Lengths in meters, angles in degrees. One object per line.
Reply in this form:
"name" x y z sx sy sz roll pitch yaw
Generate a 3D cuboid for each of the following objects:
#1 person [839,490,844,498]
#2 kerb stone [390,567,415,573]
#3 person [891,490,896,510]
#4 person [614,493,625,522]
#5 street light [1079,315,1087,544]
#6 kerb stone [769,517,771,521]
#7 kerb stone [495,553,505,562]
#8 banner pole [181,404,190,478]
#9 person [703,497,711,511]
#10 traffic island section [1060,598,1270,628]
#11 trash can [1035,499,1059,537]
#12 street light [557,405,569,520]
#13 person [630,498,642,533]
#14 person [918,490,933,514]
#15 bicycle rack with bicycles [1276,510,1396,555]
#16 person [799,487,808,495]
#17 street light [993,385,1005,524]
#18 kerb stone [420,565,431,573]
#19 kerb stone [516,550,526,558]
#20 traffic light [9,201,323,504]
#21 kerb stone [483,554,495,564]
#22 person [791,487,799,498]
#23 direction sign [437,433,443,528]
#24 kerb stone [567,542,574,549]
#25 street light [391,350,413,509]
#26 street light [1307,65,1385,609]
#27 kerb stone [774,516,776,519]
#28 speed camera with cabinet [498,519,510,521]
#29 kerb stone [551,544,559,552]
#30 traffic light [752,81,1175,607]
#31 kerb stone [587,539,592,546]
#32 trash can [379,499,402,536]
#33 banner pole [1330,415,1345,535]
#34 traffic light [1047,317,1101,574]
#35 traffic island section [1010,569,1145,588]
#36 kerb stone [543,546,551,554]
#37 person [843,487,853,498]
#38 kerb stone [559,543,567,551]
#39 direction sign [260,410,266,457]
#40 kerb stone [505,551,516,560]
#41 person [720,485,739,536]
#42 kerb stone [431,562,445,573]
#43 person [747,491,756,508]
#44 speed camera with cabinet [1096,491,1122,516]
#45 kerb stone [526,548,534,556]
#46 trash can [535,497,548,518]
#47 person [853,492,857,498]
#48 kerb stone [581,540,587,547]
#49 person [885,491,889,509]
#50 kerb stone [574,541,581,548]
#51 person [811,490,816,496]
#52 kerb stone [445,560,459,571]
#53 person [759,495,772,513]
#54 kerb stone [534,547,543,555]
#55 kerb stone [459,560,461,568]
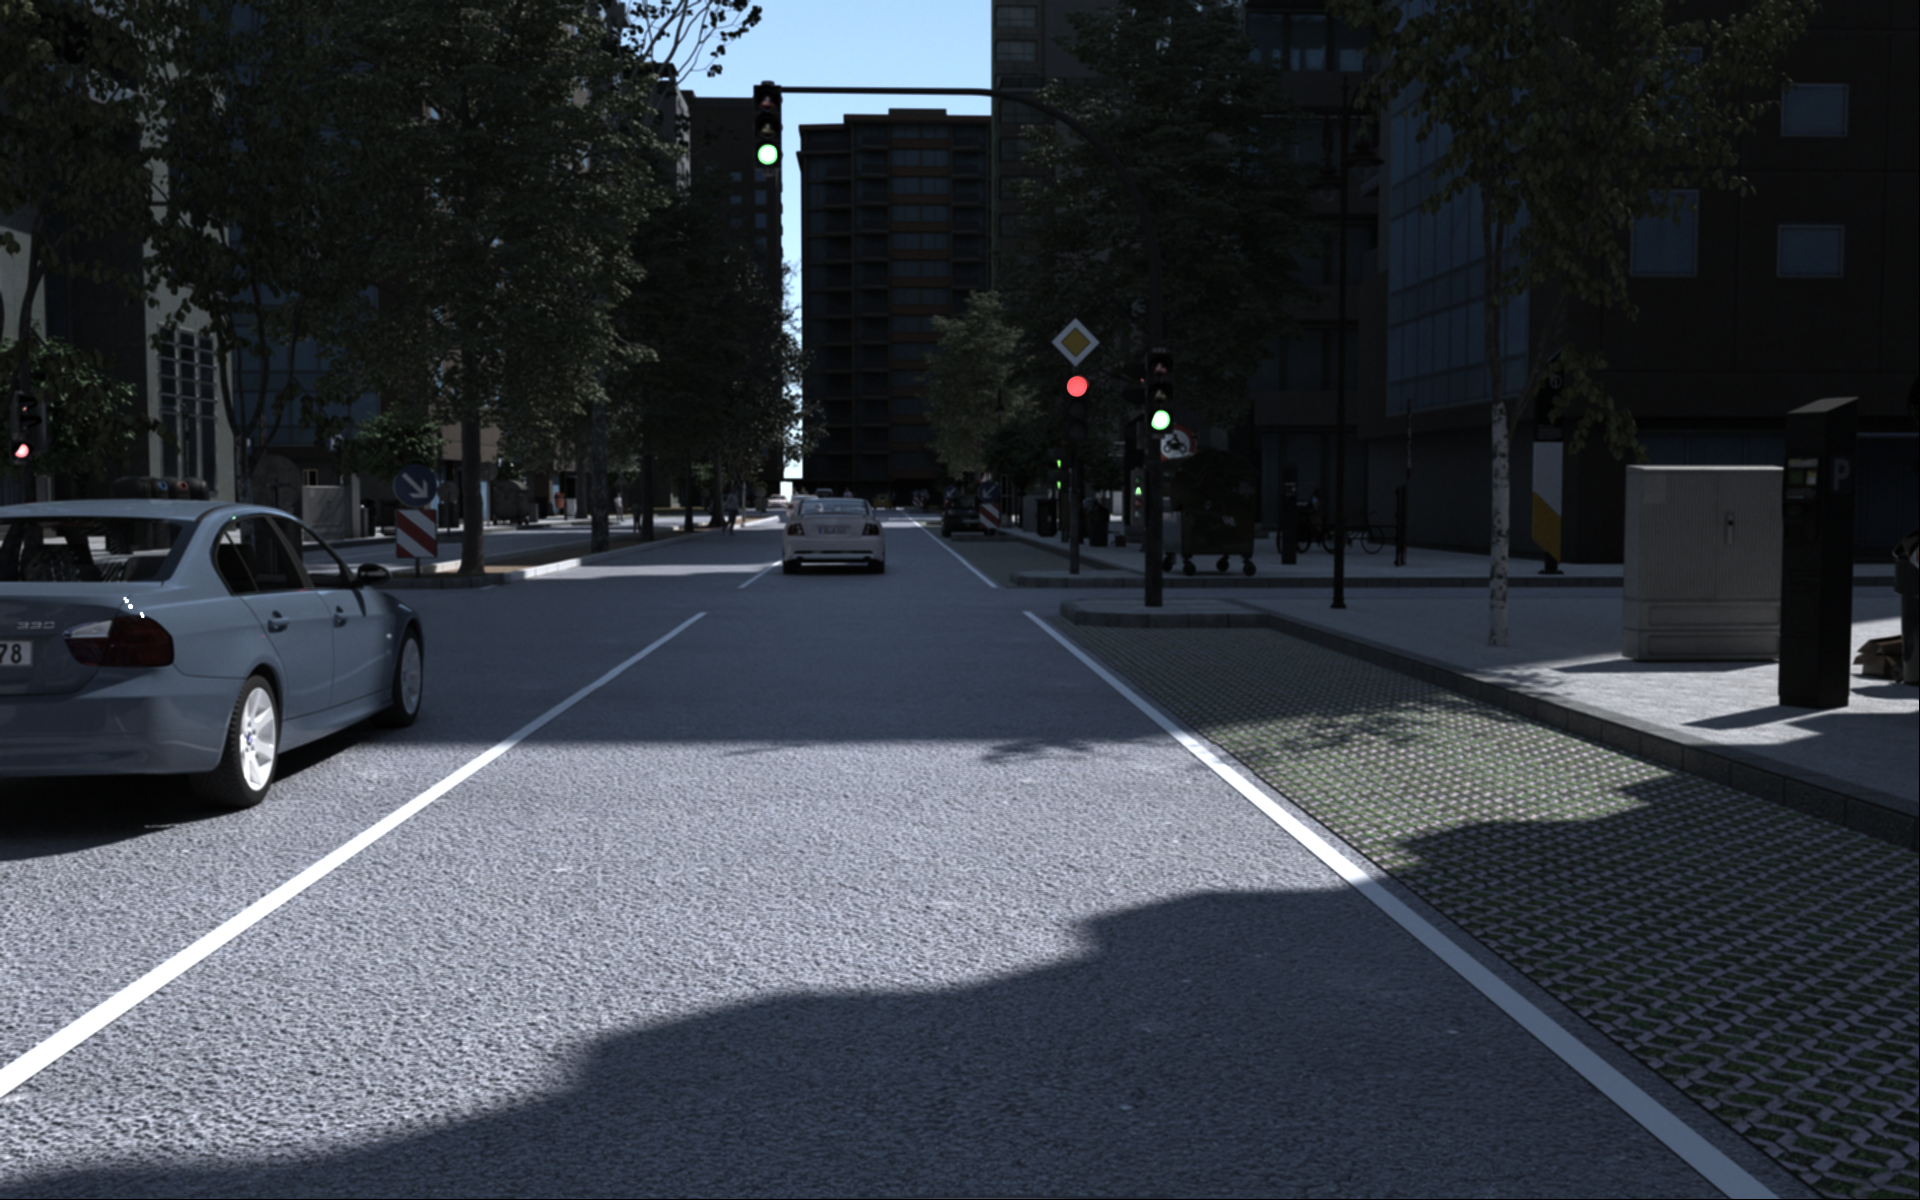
"person" -10.135 -8.541 148.161 0.705 1.821 1.348 1 4 13
"kerb stone" -9.480 -0.436 29.339 0.120 0.150 1.000 0 4 -3
"person" -5.821 -8.766 151.816 0.705 1.826 1.348 1 4 8
"person" -17.669 -4.818 89.867 0.523 1.515 0.503 1 4 19
"street light" 3.123 -4.384 44.461 0.468 5.910 1.993 0 4 -3
"kerb stone" -10.260 -4.261 91.861 0.120 0.150 1.000 0 4 -3
"kerb stone" -9.809 -0.876 36.524 0.120 0.150 1.000 0 4 -3
"banner pole" -21.326 -3.532 47.766 0.401 3.779 0.863 -3 4 -36
"person" -19.324 -7.526 132.237 0.721 1.739 1.217 1 4 22
"traffic island section" 2.226 0.151 19.815 2.009 0.180 2.903 0 4 -3
"trash can" 2.624 -2.480 52.199 0.748 1.137 0.748 0 3 0
"street light" -19.261 -6.830 84.450 0.468 5.910 1.993 0 4 -3
"person" -11.530 -2.993 61.700 0.475 1.303 0.640 0 4 1
"person" -2.516 -7.212 127.144 1.217 1.736 0.721 0 4 0
"bicycle rack with bicycles" 7.945 -1.467 37.365 2.925 0.926 2.852 -2 4 -33
"person" -8.717 -5.460 97.578 0.655 1.846 0.447 -2 4 -30
"street light" 1.680 -6.178 73.801 0.468 5.910 1.993 0 4 -3
"kerb stone" -9.522 -0.500 30.373 0.120 0.150 1.000 0 4 -3
"kerb stone" -9.893 -1.001 38.567 0.120 0.150 1.000 0 4 -3
"traffic light" -12.391 -3.203 27.041 4.771 5.953 1.251 0 4 -3
"kerb stone" -9.759 -0.812 35.503 0.120 0.150 1.000 0 4 -3
"person" -8.684 -5.062 91.363 0.778 1.811 0.616 -1 4 -9
"direction sign" -19.410 -4.444 64.650 0.379 3.537 0.876 -2 4 -27
"kerb stone" -10.180 -1.373 44.701 0.120 0.150 1.000 0 4 -3
"street light" -17.857 -5.066 55.612 0.468 5.910 1.993 0 4 -3
"street light" 4.256 -2.845 19.299 0.468 5.910 1.993 0 4 -3
"kerb stone" -10.449 -4.511 95.953 0.120 0.150 1.000 0 4 -3
"speed camera with cabinet" -22.183 -5.492 84.129 0.660 3.252 2.038 -1 4 -16
"kerb stone" -10.088 -1.252 42.658 0.120 0.150 1.000 0 4 -3
"traffic light" 0.099 -2.740 19.462 4.771 5.953 1.251 0 4 -3
"kerb stone" -10.320 -1.565 47.788 0.120 0.150 1.000 0 4 -3
"trash can" -17.419 -2.531 53.040 0.748 1.137 0.748 0 3 0
"banner pole" 11.800 -3.898 53.753 0.401 3.779 0.863 0 4 -6
"traffic light" 1.817 -2.370 27.676 0.839 4.253 0.868 0 4 -3
"traffic island section" 1.857 -0.337 27.791 2.009 0.180 2.903 0 4 -3
"kerb stone" -10.039 -1.189 41.632 0.120 0.150 1.000 0 4 -3
"person" -6.901 -5.940 105.481 0.709 1.838 0.599 1 4 21
"kerb stone" -10.135 -1.314 43.680 0.120 0.150 1.000 0 4 -3
"direction sign" -18.866 -3.361 46.948 0.379 3.537 0.876 -1 4 -15
"kerb stone" -9.849 -0.939 37.545 0.120 0.150 1.000 0 4 -3
"person" -7.982 -3.087 59.640 0.598 1.740 0.731 1 4 12
"kerb stone" -9.569 -0.563 31.402 0.120 0.150 1.000 0 4 -3
"person" -20.742 -9.970 172.220 1.217 1.735 0.721 2 4 29
"speed camera with cabinet" 9.060 -6.590 102.078 2.038 3.252 0.660 2 4 25
"kerb stone" -9.946 -1.064 39.587 0.120 0.150 1.000 0 4 -3
"trash can" -22.057 -4.868 91.241 0.748 1.137 0.748 0 3 0
"person" -10.887 -10.348 179.163 0.415 1.643 0.593 1 4 13
"kerb stone" -10.285 -1.498 46.761 0.120 0.150 1.000 0 4 -3
"person" -6.789 -9.373 162.671 0.530 1.710 0.541 0 4 8
"kerb stone" -10.227 -1.439 45.728 0.120 0.150 1.000 0 4 -3
"person" -12.632 -8.662 150.134 1.348 1.824 0.705 2 4 34
"kerb stone" -9.614 -0.626 32.423 0.120 0.150 1.000 0 4 -3
"person" -15.135 -7.667 133.875 0.705 1.822 1.348 3 5 42
"kerb stone" -9.997 -1.126 40.608 0.120 0.150 1.000 0 4 -3
"kerb stone" -9.659 -0.688 33.448 0.120 0.150 1.000 0 4 -3
